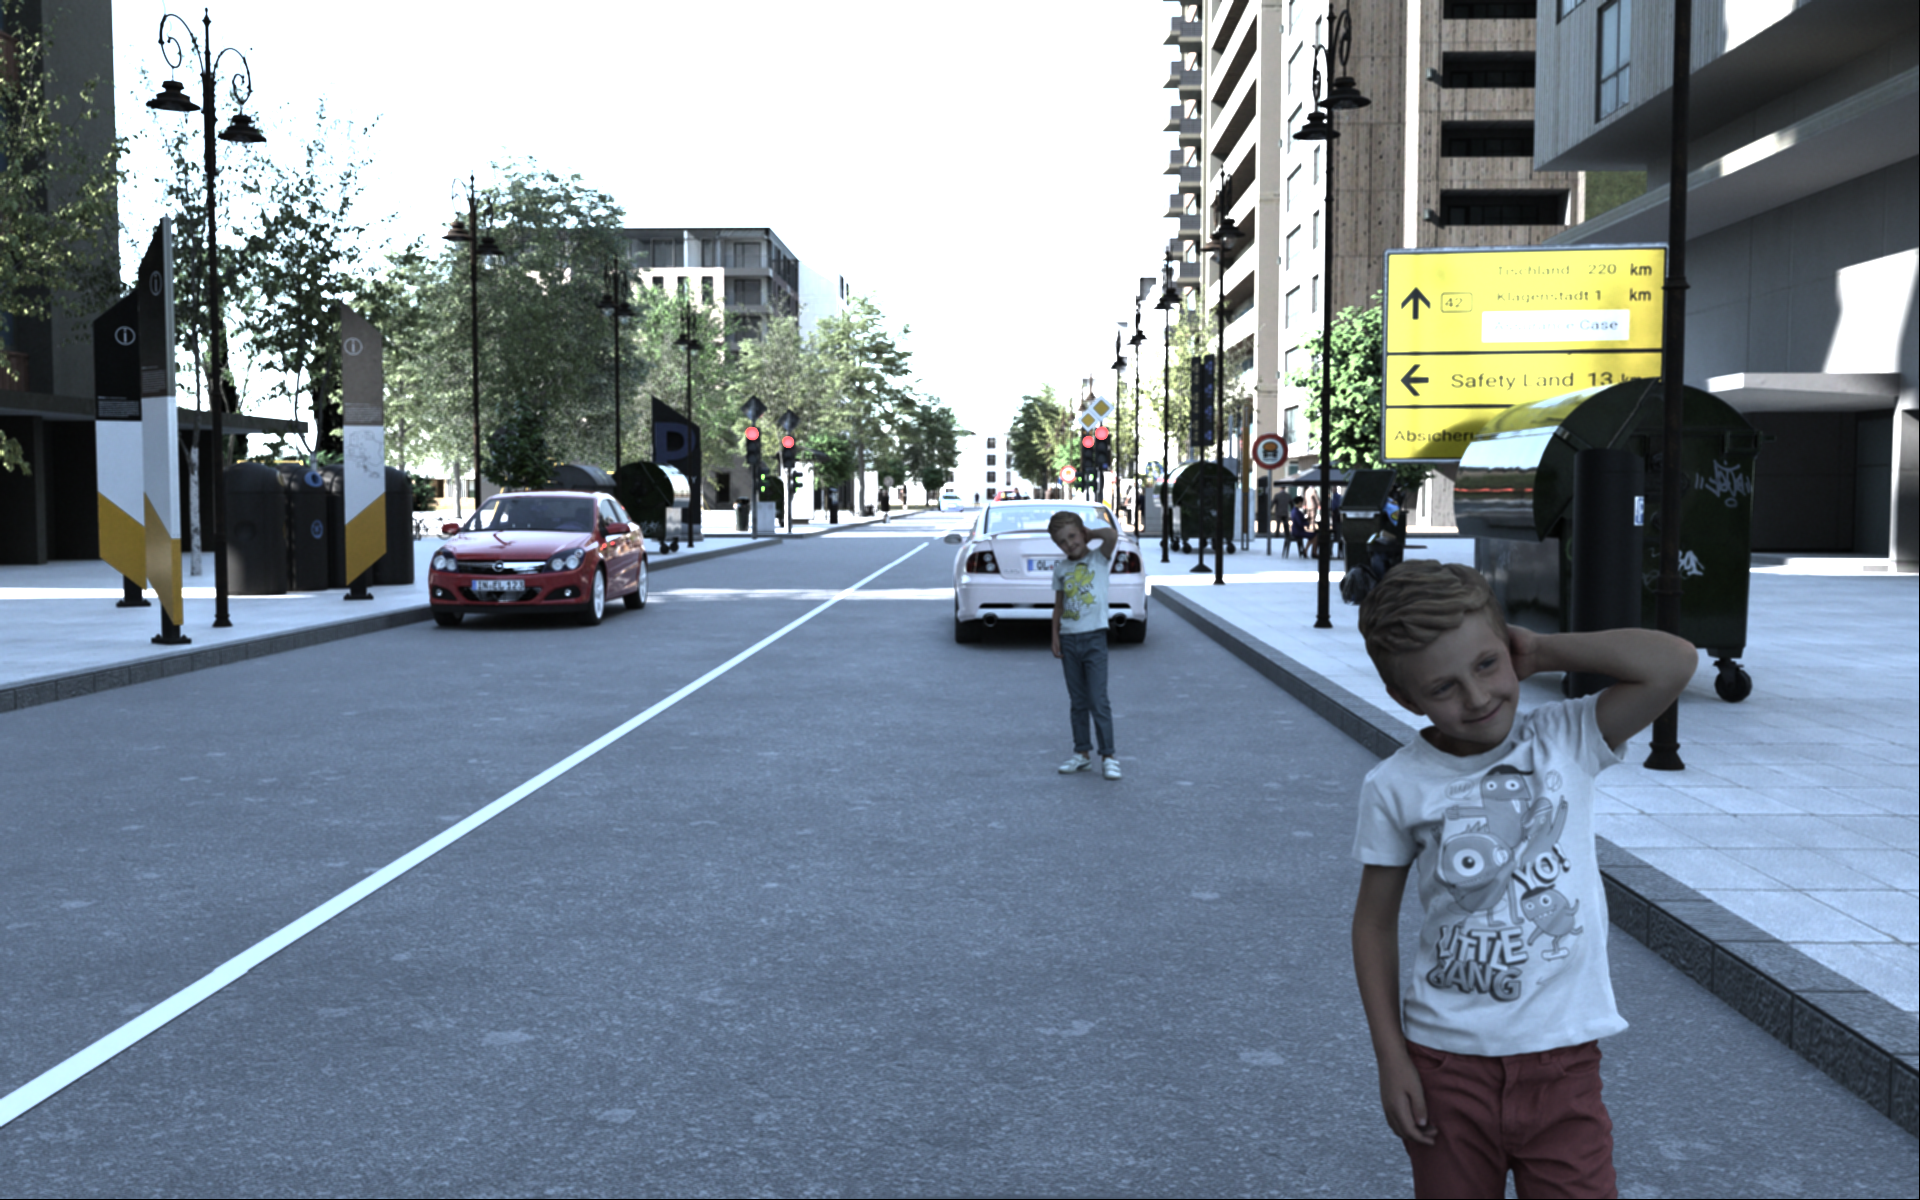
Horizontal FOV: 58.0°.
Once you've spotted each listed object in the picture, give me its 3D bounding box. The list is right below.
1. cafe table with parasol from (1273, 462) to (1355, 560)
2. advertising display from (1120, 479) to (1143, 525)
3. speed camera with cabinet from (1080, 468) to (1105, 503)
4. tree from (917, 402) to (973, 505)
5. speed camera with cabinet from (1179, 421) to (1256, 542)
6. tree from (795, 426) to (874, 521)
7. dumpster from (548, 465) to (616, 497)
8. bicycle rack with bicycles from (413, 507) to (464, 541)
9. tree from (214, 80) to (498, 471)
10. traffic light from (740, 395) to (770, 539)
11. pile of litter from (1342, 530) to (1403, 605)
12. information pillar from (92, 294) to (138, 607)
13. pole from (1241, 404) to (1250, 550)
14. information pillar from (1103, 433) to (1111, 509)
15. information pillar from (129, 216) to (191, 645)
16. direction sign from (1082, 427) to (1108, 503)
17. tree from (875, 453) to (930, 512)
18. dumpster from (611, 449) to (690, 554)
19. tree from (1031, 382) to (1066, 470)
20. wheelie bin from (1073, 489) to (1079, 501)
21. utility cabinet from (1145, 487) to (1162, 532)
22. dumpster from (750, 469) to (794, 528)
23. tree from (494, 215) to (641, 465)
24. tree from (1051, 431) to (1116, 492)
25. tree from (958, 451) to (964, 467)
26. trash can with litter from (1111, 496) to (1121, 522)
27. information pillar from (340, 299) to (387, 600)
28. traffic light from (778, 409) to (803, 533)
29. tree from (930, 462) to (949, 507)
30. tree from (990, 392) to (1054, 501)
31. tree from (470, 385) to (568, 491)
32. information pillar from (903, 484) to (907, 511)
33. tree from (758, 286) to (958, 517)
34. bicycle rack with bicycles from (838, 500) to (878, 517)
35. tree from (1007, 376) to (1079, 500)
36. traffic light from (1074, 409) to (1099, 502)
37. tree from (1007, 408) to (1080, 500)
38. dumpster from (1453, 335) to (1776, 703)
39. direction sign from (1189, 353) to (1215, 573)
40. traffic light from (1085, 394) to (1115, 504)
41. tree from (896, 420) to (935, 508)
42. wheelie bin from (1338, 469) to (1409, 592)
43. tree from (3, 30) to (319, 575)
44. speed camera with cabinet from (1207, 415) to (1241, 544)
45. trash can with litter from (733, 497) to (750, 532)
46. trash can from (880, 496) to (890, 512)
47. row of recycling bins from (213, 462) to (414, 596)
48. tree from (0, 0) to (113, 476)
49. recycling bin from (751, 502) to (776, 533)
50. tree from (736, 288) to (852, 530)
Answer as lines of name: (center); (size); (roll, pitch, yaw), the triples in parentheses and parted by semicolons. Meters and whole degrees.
cafe table with parasol: (7.327, -1.799, 34.276); (2.610, 1.966, 2.610); (-2, 4, -35)
advertising display: (7.105, -4.079, 71.899); (0.974, 1.923, 0.123); (2, 4, 24)
speed camera with cabinet: (4.630, -4.036, 60.327); (0.660, 3.252, 2.038); (1, 4, 13)
tree: (-2.246, -16.495, 195.455); (9.928, 11.665, 9.643); (0, 3, 0)
speed camera with cabinet: (6.979, -3.223, 47.034); (2.038, 3.252, 0.660); (0, 4, 6)
tree: (-6.456, -6.036, 82.395); (4.285, 4.588, 4.351); (0, 3, 0)
dumpster: (-7.691, -1.775, 34.786); (1.264, 1.857, 1.865); (0, 4, 1)
bicycle rack with bicycles: (-15.448, -2.156, 48.628); (2.852, 0.926, 2.925); (2, 4, 27)
tree: (-11.813, -4.977, 31.734); (4.737, 8.622, 4.395); (0, 3, 0)
traffic light: (-5.809, -3.674, 48.991); (0.839, 4.253, 0.868); (0, 4, 2)
pile of litter: (5.247, -0.400, 20.513); (1.719, 0.858, 1.176); (-1, 4, -20)
information pillar: (-9.505, -1.729, 19.618); (0.504, 3.616, 0.183); (-2, 4, -31)
pole: (6.507, -2.791, 39.476); (0.158, 3.312, 0.155); (0, 3, 0)
information pillar: (5.608, -4.614, 66.801); (0.504, 3.616, 0.183); (2, 4, 25)
information pillar: (-6.845, -1.436, 14.832); (0.504, 3.616, 0.183); (3, 5, 39)
direction sign: (4.553, -4.057, 58.333); (0.876, 3.537, 0.379); (0, 4, -3)
tree: (-5.320, -8.786, 127.368); (4.285, 4.588, 4.351); (0, 3, 0)
dumpster: (-6.769, -2.145, 37.569); (1.502, 2.255, 1.985); (0, 4, 1)
tree: (6.740, -9.751, 109.785); (4.737, 8.622, 4.395); (0, 3, 0)
wheelie bin: (7.196, -5.883, 104.087); (0.980, 1.594, 0.693); (1, 4, 14)
utility cabinet: (6.718, -2.976, 57.341); (1.173, 1.500, 0.318); (1, 4, 8)
dumpster: (-7.269, -3.944, 66.972); (1.502, 2.255, 1.985); (0, 4, 1)
tree: (-11.468, -5.874, 46.410); (4.737, 8.622, 4.395); (0, 3, 0)
tree: (6.047, -6.252, 85.941); (4.285, 4.588, 4.351); (0, 3, 0)
tree: (-3.259, -16.332, 185.148); (7.486, 12.596, 7.792); (0, 3, 0)
trash can with litter: (6.809, -4.186, 79.495); (1.678, 1.210, 2.233); (-2, 4, -25)
information pillar: (-7.244, -1.813, 21.005); (0.504, 3.616, 0.183); (-1, 4, -19)
traffic light: (-5.589, -4.162, 56.973); (0.839, 4.253, 0.868); (0, 4, 2)
tree: (-2.789, -11.818, 176.944); (4.285, 4.588, 4.351); (0, 3, 0)
tree: (8.763, -18.237, 208.550); (12.009, 13.543, 11.850); (0, 3, 0)
tree: (-7.609, -2.208, 30.705); (1.663, 3.219, 1.824); (0, 3, 0)
information pillar: (-4.147, -7.728, 130.846); (0.304, 2.012, 0.304); (0, 4, 1)
tree: (-5.485, -10.784, 94.453); (7.486, 12.596, 7.792); (0, 3, 0)
bicycle rack with bicycles: (-5.712, -5.238, 99.030); (2.852, 0.926, 2.925); (2, 4, 23)
tree: (8.091, -15.197, 166.590); (7.486, 12.596, 7.792); (0, 3, 0)
traffic light: (4.168, -4.147, 56.721); (0.839, 4.253, 0.868); (0, 4, 2)
tree: (8.899, -15.257, 183.861); (8.767, 10.594, 7.601); (-2, 4, -29)
dumpster: (4.253, -0.547, 11.433); (1.502, 2.255, 1.985); (0, 4, 2)
direction sign: (3.963, -2.225, 28.376); (0.379, 3.537, 0.876); (-1, 4, -16)
traffic light: (3.949, -3.659, 48.739); (0.839, 4.253, 0.868); (0, 4, 2)
tree: (-4.201, -13.022, 163.278); (4.360, 8.622, 3.978); (0, 3, 0)
wheelie bin: (5.236, -0.861, 21.977); (0.693, 1.594, 0.980); (-3, 5, -42)
tree: (-12.320, -4.695, 27.118); (4.360, 8.622, 3.978); (0, 3, 0)
speed camera with cabinet: (6.621, -3.052, 44.233); (0.660, 3.252, 2.038); (0, 4, 1)
trash can with litter: (-7.498, -2.901, 58.822); (0.624, 1.170, 1.055); (-1, 4, -23)
trash can: (-5.238, -6.702, 121.236); (0.748, 1.137, 0.748); (0, 3, 0)
row of recycling bins: (-8.680, -0.993, 23.354); (1.069, 1.692, 3.534); (1, 4, 18)
tree: (-12.730, -4.355, 21.571); (4.737, 8.622, 4.395); (0, 3, 0)
recycling bin: (-6.490, -2.727, 57.148); (0.722, 1.027, 0.722); (-1, 4, -14)
tree: (-6.101, -6.811, 61.721); (4.360, 8.622, 3.978); (0, 3, 0)
